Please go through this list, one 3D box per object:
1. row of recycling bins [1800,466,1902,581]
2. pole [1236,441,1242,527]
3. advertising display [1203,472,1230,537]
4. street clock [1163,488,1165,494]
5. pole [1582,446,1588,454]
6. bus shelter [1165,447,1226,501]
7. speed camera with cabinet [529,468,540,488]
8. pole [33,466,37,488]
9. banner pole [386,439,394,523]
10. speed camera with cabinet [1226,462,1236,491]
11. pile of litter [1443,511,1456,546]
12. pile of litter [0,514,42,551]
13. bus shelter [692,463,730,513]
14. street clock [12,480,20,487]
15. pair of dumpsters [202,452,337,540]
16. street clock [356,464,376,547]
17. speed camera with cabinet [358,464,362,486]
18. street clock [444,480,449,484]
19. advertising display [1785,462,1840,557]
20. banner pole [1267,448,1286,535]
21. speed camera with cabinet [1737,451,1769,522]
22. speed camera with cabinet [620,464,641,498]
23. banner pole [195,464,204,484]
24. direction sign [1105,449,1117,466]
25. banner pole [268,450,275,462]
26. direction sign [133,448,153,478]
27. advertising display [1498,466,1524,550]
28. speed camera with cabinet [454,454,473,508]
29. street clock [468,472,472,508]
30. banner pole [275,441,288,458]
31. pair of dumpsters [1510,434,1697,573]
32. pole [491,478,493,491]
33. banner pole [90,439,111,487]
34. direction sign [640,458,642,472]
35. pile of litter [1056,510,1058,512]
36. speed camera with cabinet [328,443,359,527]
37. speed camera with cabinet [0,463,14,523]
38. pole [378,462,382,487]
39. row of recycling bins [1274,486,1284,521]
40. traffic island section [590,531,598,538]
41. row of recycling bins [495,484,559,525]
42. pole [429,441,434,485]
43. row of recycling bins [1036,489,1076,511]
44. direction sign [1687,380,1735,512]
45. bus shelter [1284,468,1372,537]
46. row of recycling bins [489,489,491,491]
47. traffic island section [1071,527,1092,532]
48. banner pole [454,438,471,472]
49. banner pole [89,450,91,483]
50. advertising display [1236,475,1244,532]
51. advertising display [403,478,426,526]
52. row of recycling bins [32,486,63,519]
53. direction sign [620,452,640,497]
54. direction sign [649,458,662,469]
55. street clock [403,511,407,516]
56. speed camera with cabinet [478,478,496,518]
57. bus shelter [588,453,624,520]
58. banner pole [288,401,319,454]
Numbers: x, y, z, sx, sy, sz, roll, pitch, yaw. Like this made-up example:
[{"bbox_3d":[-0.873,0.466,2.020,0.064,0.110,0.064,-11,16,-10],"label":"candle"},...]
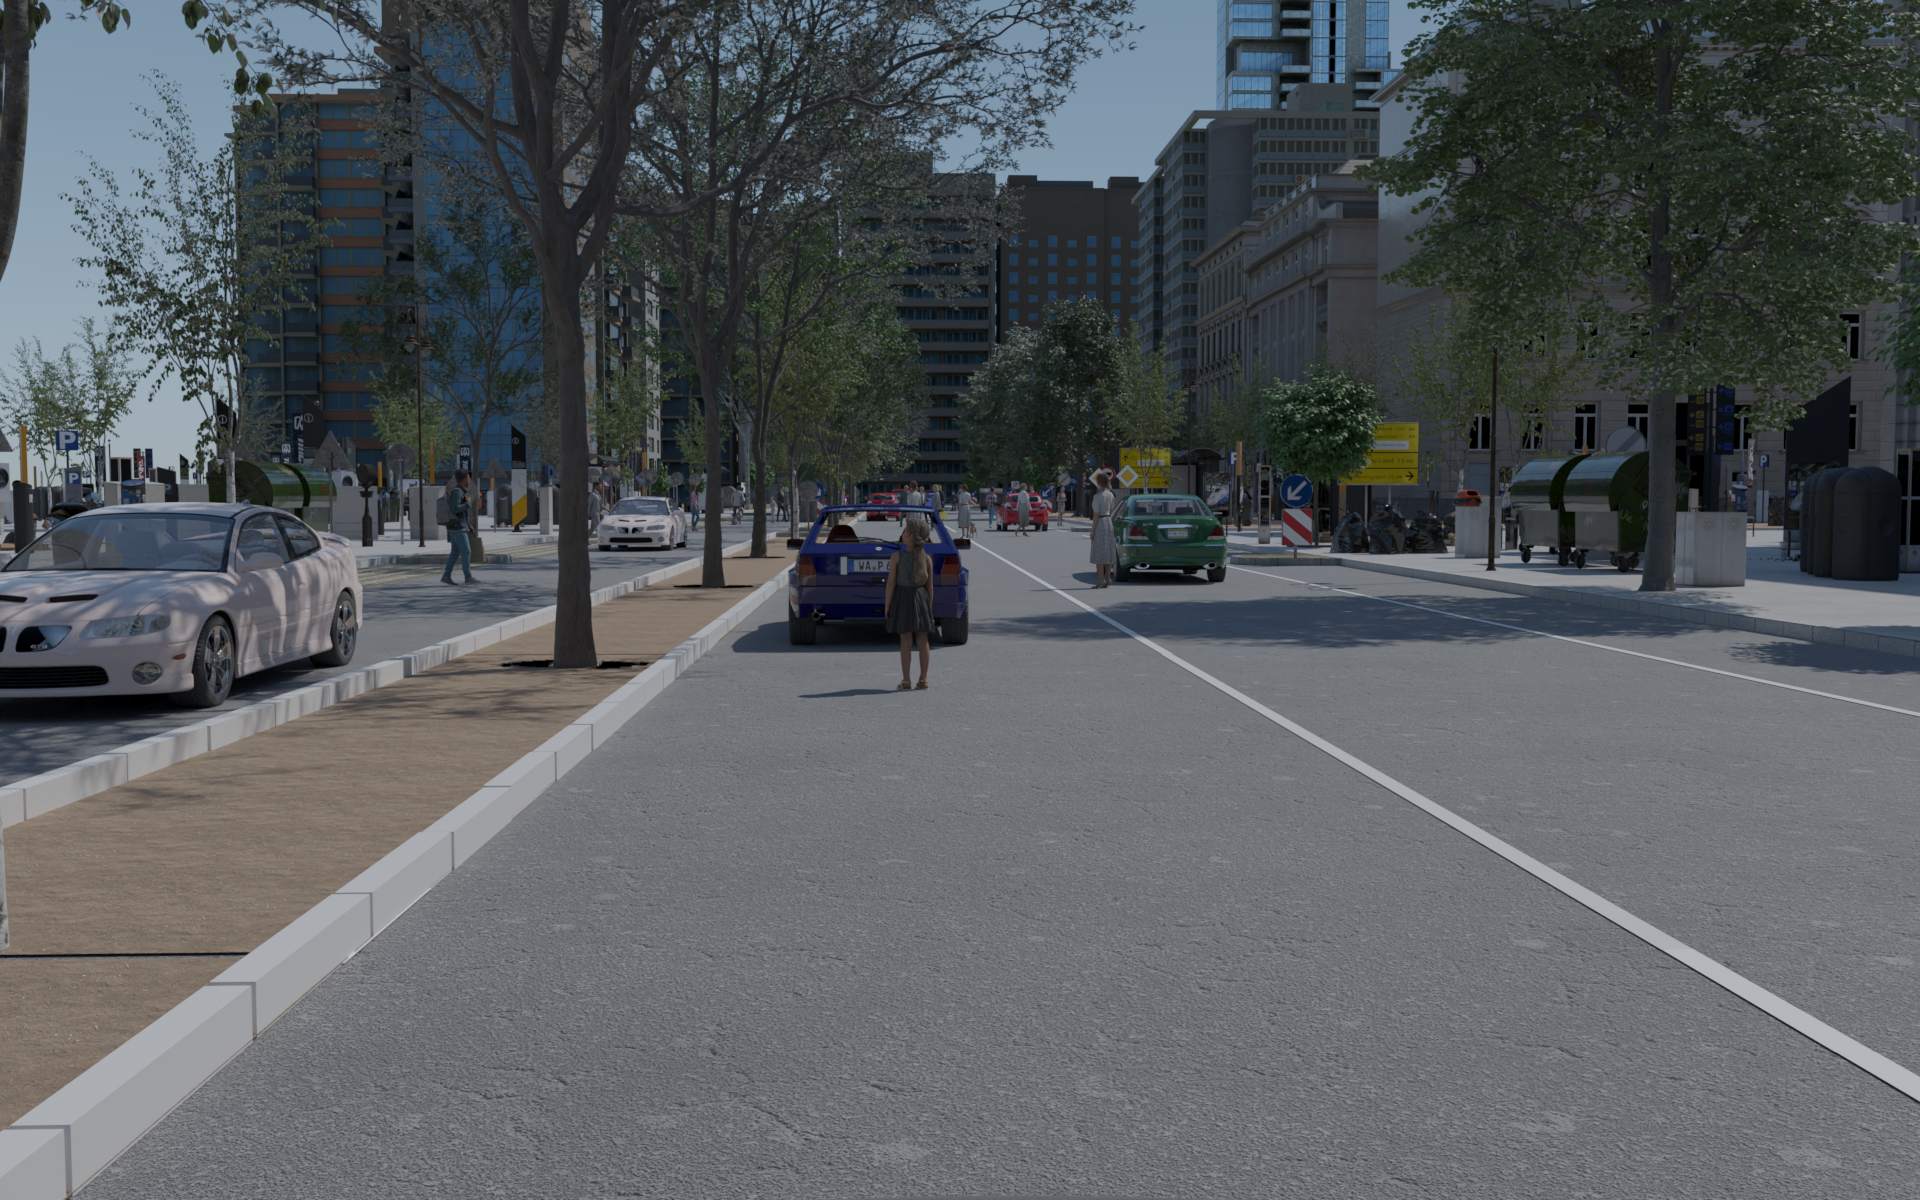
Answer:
[{"bbox_3d":[13.844,-1.221,27.081,1.069,1.692,3.534,1,4,17],"label":"row of recycling bins"},{"bbox_3d":[10.814,-4.484,67.160,0.158,3.312,0.155,0,3,0],"label":"pole"},{"bbox_3d":[7.658,-2.844,51.709,0.974,1.923,0.123,-2,4,-34],"label":"advertising display"},{"bbox_3d":[10.296,-5.024,86.719,0.358,2.002,0.471,1,4,16],"label":"street clock"},{"bbox_3d":[26.373,-4.852,73.179,0.158,3.312,0.155,0,3,0],"label":"pole"},{"bbox_3d":[10.419,-5.133,77.852,2.014,3.302,5.546,0,4,-2],"label":"bus shelter"},{"bbox_3d":[-32.786,-8.412,131.874,0.660,3.252,2.038,1,4,20],"label":"speed camera with cabinet"},{"bbox_3d":[-67.295,-8.088,126.075,0.158,3.312,0.155,0,3,0],"label":"pole"},{"bbox_3d":[-25.645,-5.378,77.947,0.401,3.779,0.863,-3,5,-40],"label":"banner pole"},{"bbox_3d":[17.339,-7.249,112.850,0.660,3.252,2.038,1,4,19],"label":"speed camera with cabinet"},{"bbox_3d":[12.087,-1.775,42.992,1.176,0.858,1.719,-1,4,-21],"label":"pile of litter"},{"bbox_3d":[-21.398,-1.562,39.509,1.719,0.858,1.176,1,4,19],"label":"pile of litter"},{"bbox_3d":[-16.573,-7.433,115.453,2.014,3.302,5.546,0,4,-2],"label":"bus shelter"},{"bbox_3d":[-48.386,-5.161,88.949,0.471,2.002,0.358,-3,5,-40],"label":"street clock"},{"bbox_3d":[-15.213,-2.189,38.290,1.574,2.255,4.437,0,4,-2],"label":"pair of dumpsters"},{"bbox_3d":[-14.414,-2.294,42.081,0.471,2.002,0.358,2,4,34],"label":"street clock"},{"bbox_3d":[-39.992,-7.267,113.146,2.038,3.252,0.660,-1,4,-16],"label":"speed camera with cabinet"},{"bbox_3d":[-26.859,-5.264,90.644,0.358,2.002,0.471,-1,4,-19],"label":"street clock"},{"bbox_3d":[17.065,-1.803,34.694,0.123,1.923,0.974,-3,5,-42],"label":"advertising display"},{"bbox_3d":[9.810,-3.910,53.951,0.863,3.779,0.401,0,4,-5],"label":"banner pole"},{"bbox_3d":[36.325,-5.201,79.366,0.660,3.252,2.038,0,4,-1],"label":"speed camera with cabinet"},{"bbox_3d":[-21.578,-7.289,113.511,0.660,3.252,2.038,1,4,16],"label":"speed camera with cabinet"},{"bbox_3d":[-54.207,-8.174,123.659,0.401,3.779,0.863,2,4,29],"label":"banner pole"},{"bbox_3d":[7.591,-5.799,86.803,0.876,3.537,0.379,-2,4,-34],"label":"direction sign"},{"bbox_3d":[-38.995,-6.631,98.438,0.863,3.779,0.401,0,4,6],"label":"banner pole"},{"bbox_3d":[-40.407,-5.734,85.744,0.876,3.537,0.379,-2,4,-27],"label":"direction sign"},{"bbox_3d":[12.748,-2.127,39.991,0.123,1.923,0.974,-1,4,-15],"label":"advertising display"},{"bbox_3d":[-25.057,-5.572,85.441,0.660,3.252,2.038,2,4,25],"label":"speed camera with cabinet"},{"bbox_3d":[-16.015,-3.171,56.414,0.358,2.002,0.471,2,4,35],"label":"street clock"},{"bbox_3d":[-28.043,-5.046,72.518,0.401,3.779,0.863,2,4,34],"label":"banner pole"},{"bbox_3d":[11.143,-1.693,30.174,1.574,2.255,4.437,0,4,-2],"label":"pair of dumpsters"},{"bbox_3d":[-33.147,-7.886,122.785,0.158,3.312,0.155,0,3,0],"label":"pole"},{"bbox_3d":[-38.990,-5.440,78.964,0.863,3.779,0.401,-2,4,-27],"label":"banner pole"},{"bbox_3d":[-20.447,-7.221,110.063,0.876,3.537,0.379,1,4,12],"label":"direction sign"},{"bbox_3d":[6.440,-6.860,126.129,1.176,0.858,1.719,-2,4,-28],"label":"pile of litter"},{"bbox_3d":[-24.406,-4.445,67.015,0.660,3.252,2.038,2,4,25],"label":"speed camera with cabinet"},{"bbox_3d":[-41.978,-5.004,76.158,0.660,3.252,2.038,0,4,7],"label":"speed camera with cabinet"},{"bbox_3d":[-36.770,-7.095,109.840,0.158,3.312,0.155,0,3,0],"label":"pole"},{"bbox_3d":[16.027,-4.733,84.498,1.069,1.692,3.534,0,4,-2],"label":"row of recycling bins"},{"bbox_3d":[-11.619,-2.169,57.747,2.009,0.180,2.903,0,4,-2],"label":"traffic island section"},{"bbox_3d":[-17.486,-3.970,72.027,3.534,1.692,1.069,-1,4,-23],"label":"row of recycling bins"},{"bbox_3d":[-20.177,-4.427,66.222,0.158,3.312,0.155,0,3,0],"label":"pole"},{"bbox_3d":[7.490,-7.640,132.029,3.534,1.692,1.069,-1,4,-21],"label":"row of recycling bins"},{"bbox_3d":[15.040,-2.615,34.751,0.876,3.537,0.379,2,4,34],"label":"direction sign"},{"bbox_3d":[11.572,-3.921,55.396,1.731,3.624,6.357,0,4,-2],"label":"bus shelter"},{"bbox_3d":[-35.324,-7.581,131.068,3.534,1.692,1.069,3,5,44],"label":"row of recycling bins"},{"bbox_3d":[5.335,-2.700,66.419,2.009,0.180,2.903,0,4,-2],"label":"traffic island section"},{"bbox_3d":[-22.258,-5.344,77.395,0.863,3.779,0.401,-1,4,-17],"label":"banner pole"},{"bbox_3d":[-41.702,-5.695,83.136,0.401,3.779,0.863,-2,4,-31],"label":"banner pole"},{"bbox_3d":[9.511,-3.278,58.813,0.123,1.923,0.974,1,4,17],"label":"advertising display"},{"bbox_3d":[-22.222,-3.989,70.435,0.974,1.923,0.123,-1,4,-16],"label":"advertising display"},{"bbox_3d":[-46.254,-4.979,88.527,3.534,1.692,1.069,2,4,35],"label":"row of recycling bins"},{"bbox_3d":[-17.927,-6.208,93.490,0.876,3.537,0.379,-3,4,-38],"label":"direction sign"},{"bbox_3d":[-19.251,-7.192,109.588,0.876,3.537,0.379,1,4,11],"label":"direction sign"},{"bbox_3d":[-32.475,-5.911,101.209,0.358,2.002,0.471,-3,5,-41],"label":"street clock"},{"bbox_3d":[-25.904,-6.139,94.716,2.038,3.252,0.660,-1,4,-16],"label":"speed camera with cabinet"},{"bbox_3d":[-18.437,-5.737,87.731,2.014,3.302,5.546,0,4,-2],"label":"bus shelter"},{"bbox_3d":[-17.475,-3.455,46.508,0.863,3.779,0.401,-2,4,-27],"label":"banner pole"}]
